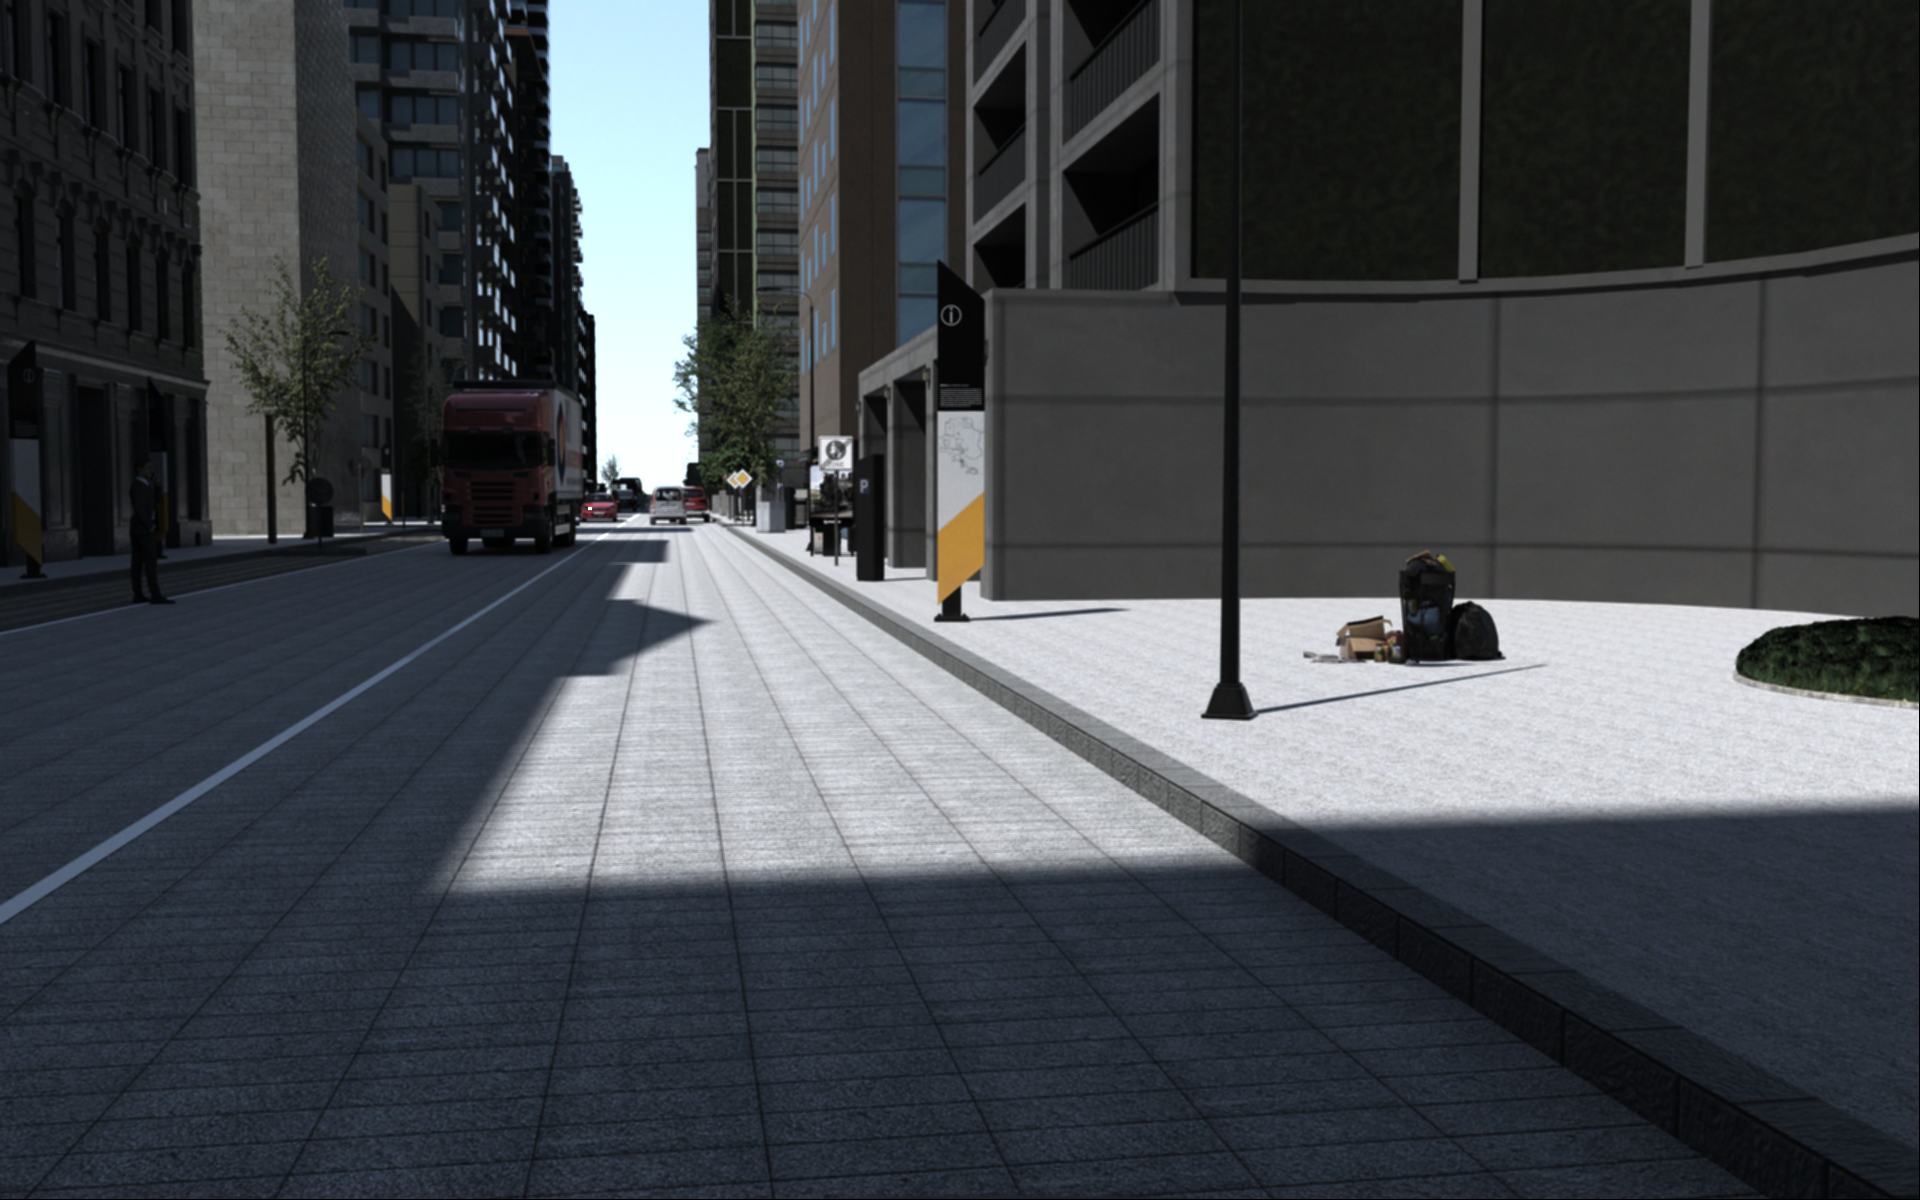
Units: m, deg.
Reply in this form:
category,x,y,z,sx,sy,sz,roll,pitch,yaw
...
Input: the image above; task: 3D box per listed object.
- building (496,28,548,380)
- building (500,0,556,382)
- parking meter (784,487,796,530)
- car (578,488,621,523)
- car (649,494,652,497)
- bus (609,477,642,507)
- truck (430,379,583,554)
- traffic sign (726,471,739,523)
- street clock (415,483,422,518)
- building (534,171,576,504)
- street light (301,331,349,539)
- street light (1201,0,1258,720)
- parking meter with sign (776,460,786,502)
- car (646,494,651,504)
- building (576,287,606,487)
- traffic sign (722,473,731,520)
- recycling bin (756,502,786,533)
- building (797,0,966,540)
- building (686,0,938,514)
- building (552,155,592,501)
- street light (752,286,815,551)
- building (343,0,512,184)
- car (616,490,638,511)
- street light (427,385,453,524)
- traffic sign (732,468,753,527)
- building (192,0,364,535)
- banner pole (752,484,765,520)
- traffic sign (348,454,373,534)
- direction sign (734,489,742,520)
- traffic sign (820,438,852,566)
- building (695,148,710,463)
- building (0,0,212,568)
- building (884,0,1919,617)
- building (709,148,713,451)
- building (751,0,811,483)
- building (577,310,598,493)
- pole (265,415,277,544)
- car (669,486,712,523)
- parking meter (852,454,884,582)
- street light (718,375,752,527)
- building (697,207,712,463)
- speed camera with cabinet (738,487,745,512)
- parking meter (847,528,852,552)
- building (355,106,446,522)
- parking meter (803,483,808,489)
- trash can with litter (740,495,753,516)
category,x,y,z,sx,sy,sz,roll,pitch,yaw
building,-49.995,-30.894,159.743,22.147,44.769,28.867,-1,4,-9
building,-54.604,-53.536,187.992,22.319,86.520,31.000,-1,4,-9
parking meter,-6.070,-3.262,61.750,0.372,1.533,0.369,0,3,0
car,-18.395,-4.850,88.344,2.155,1.783,4.494,-1,4,-11
car,-54.062,-17.757,300.105,2.009,1.686,4.222,0,4,-8
bus,-35.945,-11.748,186.933,2.948,3.499,13.247,0,4,-8
truck,-11.463,-3.419,44.810,2.839,4.237,11.283,0,4,-8
traffic sign,-9.824,-4.409,75.725,0.795,2.450,0.064,-1,4,-9
street clock,-28.517,-5.300,91.225,0.358,2.002,0.471,-2,4,-30
building,-54.898,-32.353,212.565,14.154,41.232,14.086,-1,4,-9
street light,-18.039,-4.691,49.245,1.470,5.913,1.316,-1,4,-9
street light,1.018,-2.274,9.719,1.470,5.913,1.316,-1,4,-9
parking meter with sign,-9.176,-5.644,88.537,0.543,3.016,1.738,0,4,-5
car,-47.005,-15.069,258.170,2.131,1.459,4.920,-1,4,-11
building,-74.885,-36.203,283.806,32.217,40.220,23.993,-1,4,-9
traffic sign,-11.424,-5.252,85.981,0.768,2.556,0.104,0,4,-5
recycling bin,-6.255,-2.737,57.297,0.722,1.027,0.722,-3,5,-43
building,2.520,-24.573,51.888,14.600,45.320,14.200,-1,4,-9
building,-11.683,-42.812,138.234,20.563,71.187,20.611,-1,4,-9
building,-64.463,-38.155,243.448,23.786,49.044,30.456,-1,4,-9
street light,-3.853,-4.054,38.820,1.470,5.913,1.316,-1,4,-9
building,-44.758,-30.998,126.430,23.786,49.044,30.456,-1,4,-9
car,-28.121,-8.340,145.037,2.281,1.827,5.304,-1,4,-11
street light,-21.968,-6.177,73.541,1.470,5.913,1.316,-1,4,-9
traffic sign,-8.508,-3.927,67.848,0.795,2.450,0.064,-1,4,-9
building,-29.739,-12.411,57.674,16.860,20.320,10.420,-1,4,-9
banner pole,-9.915,-5.833,85.379,0.863,3.779,0.401,-3,5,-43
traffic sign,-19.247,-3.397,55.641,0.768,2.556,0.104,0,4,-8
direction sign,-10.945,-5.706,85.290,0.379,3.537,0.876,-2,4,-35
traffic sign,-2.207,-1.758,30.866,0.606,2.300,0.079,0,4,-1
building,-34.148,-46.025,294.505,21.231,58.520,28.212,-1,4,-9
building,-22.036,-11.279,33.556,9.793,20.994,18.267,-1,4,-9
building,9.700,-35.869,24.710,20.563,71.187,20.611,-1,4,-9
building,-19.849,-36.112,214.133,21.300,48.544,21.600,-1,4,-9
building,-6.727,-26.344,114.323,14.154,41.232,14.086,-1,4,-9
building,-63.454,-30.277,266.730,14.160,30.474,14.107,-1,4,-9
pole,-17.754,-3.106,44.629,0.158,3.312,0.155,0,3,0
car,-13.762,-4.862,88.173,2.281,1.827,5.304,-1,4,-8
parking meter,-1.327,-1.211,25.503,0.399,1.863,0.255,3,5,44
street light,-8.602,-5.825,67.784,1.470,5.913,1.316,-1,4,-9
building,-30.648,-34.599,249.287,14.154,41.232,14.086,-1,4,-9
speed camera with cabinet,-15.439,-7.766,121.308,0.660,3.252,2.038,0,4,-4
parking meter,-2.367,-2.010,38.570,0.255,1.863,0.399,-1,4,-10
building,-42.824,-14.950,89.466,27.650,21.520,28.899,-1,4,-9
parking meter,-7.834,-5.033,87.997,0.255,1.863,0.399,0,4,-8
trash can with litter,-12.761,-5.693,104.146,1.678,1.210,2.233,-3,4,-39
